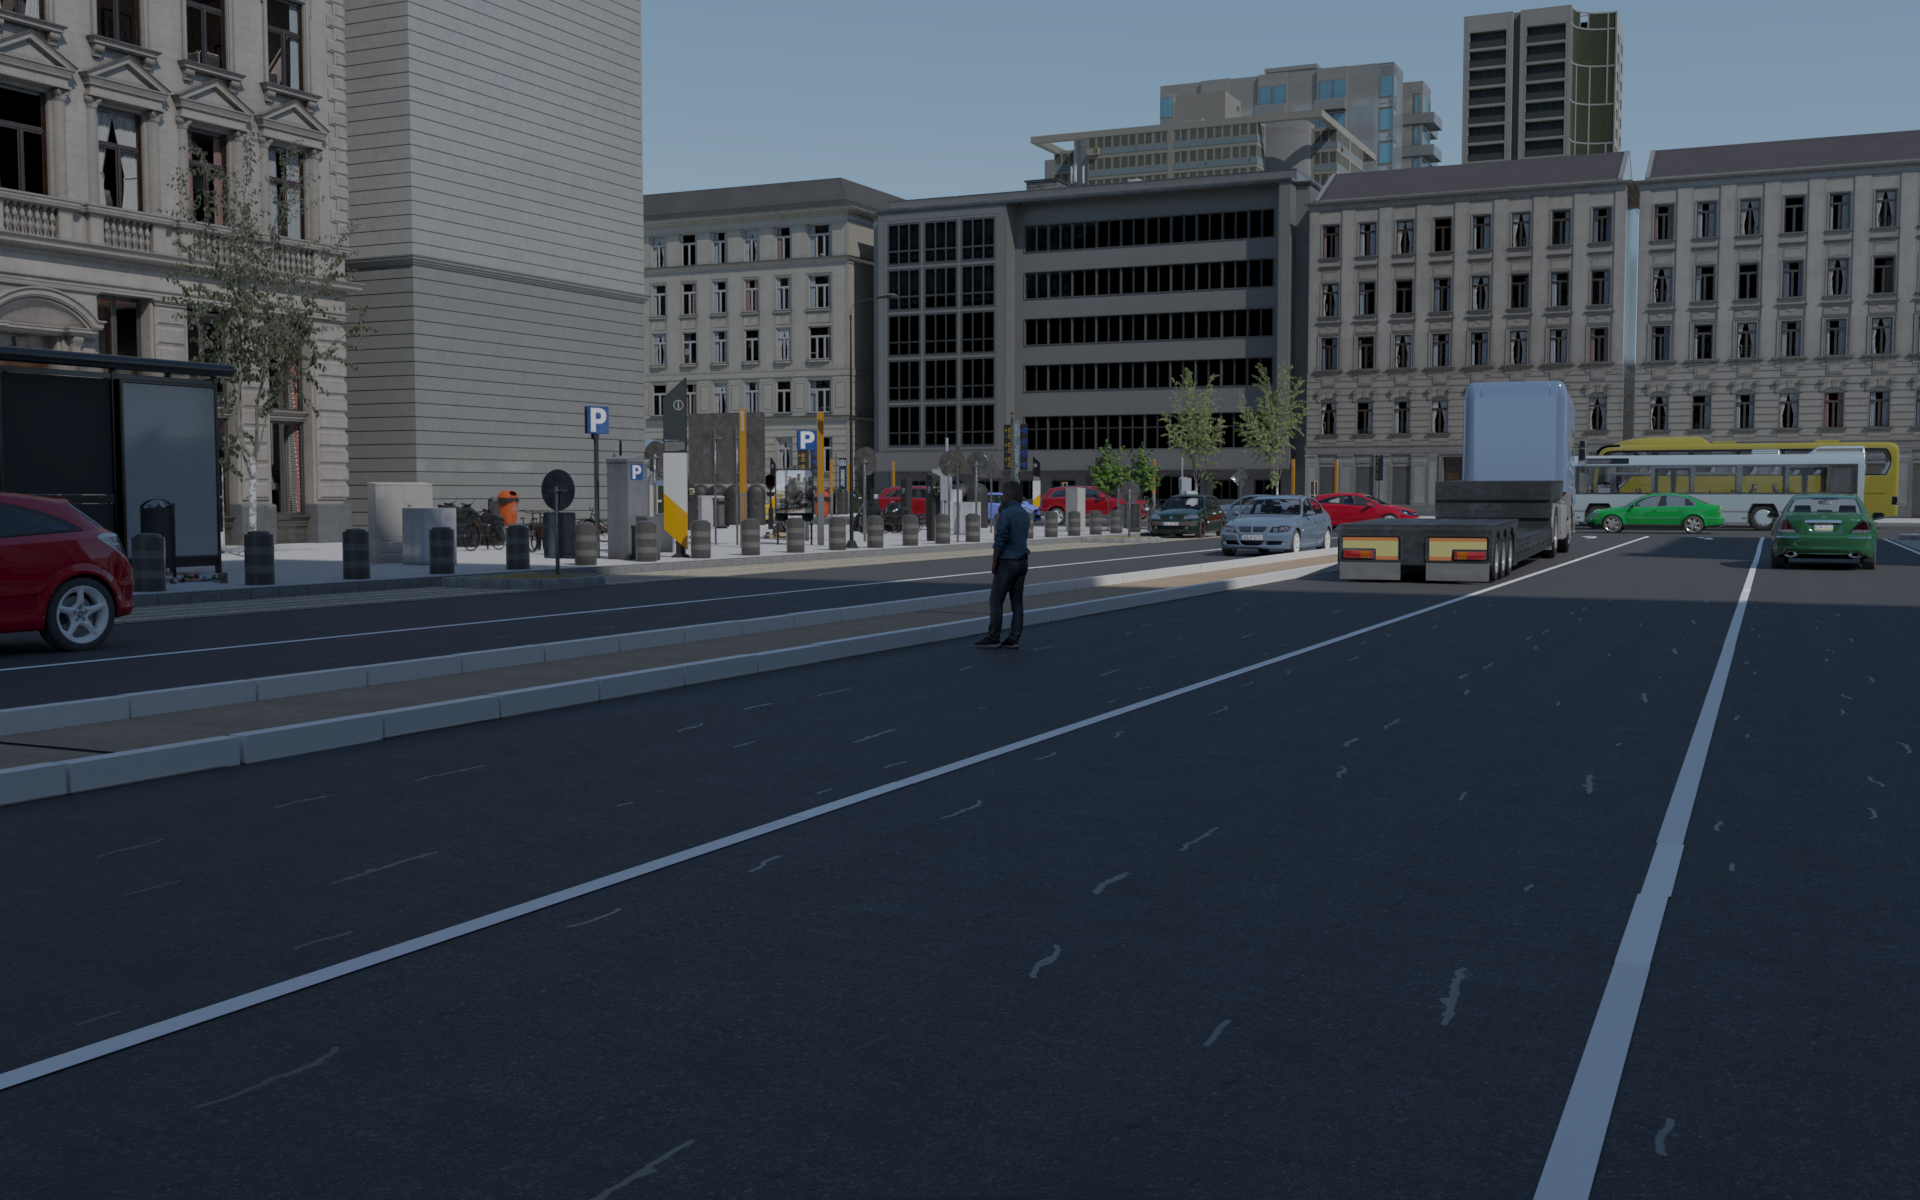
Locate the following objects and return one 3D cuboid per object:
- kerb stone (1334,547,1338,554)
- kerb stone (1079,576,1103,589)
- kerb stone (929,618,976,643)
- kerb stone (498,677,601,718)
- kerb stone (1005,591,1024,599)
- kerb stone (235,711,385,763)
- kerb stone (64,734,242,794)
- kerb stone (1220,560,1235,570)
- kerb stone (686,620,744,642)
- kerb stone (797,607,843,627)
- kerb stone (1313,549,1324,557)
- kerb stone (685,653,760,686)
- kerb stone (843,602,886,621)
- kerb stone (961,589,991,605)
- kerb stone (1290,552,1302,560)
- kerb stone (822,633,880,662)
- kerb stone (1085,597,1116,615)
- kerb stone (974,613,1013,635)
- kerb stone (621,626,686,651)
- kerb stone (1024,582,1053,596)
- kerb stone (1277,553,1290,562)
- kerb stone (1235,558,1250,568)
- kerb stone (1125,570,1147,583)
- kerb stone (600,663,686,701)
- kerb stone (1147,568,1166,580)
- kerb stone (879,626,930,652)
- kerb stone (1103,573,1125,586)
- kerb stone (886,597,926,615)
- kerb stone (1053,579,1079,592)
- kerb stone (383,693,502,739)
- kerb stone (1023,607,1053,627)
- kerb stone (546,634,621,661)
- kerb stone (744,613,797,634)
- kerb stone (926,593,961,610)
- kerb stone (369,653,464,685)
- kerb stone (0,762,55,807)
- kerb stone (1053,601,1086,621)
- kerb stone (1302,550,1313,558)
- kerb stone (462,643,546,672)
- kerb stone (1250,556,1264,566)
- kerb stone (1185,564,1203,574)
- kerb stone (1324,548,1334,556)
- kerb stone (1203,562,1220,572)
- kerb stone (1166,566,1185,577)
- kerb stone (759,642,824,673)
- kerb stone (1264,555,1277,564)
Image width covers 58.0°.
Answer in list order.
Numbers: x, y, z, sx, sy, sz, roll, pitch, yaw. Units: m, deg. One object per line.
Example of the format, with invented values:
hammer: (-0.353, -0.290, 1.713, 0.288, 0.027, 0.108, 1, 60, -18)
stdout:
kerb stone: (8.939, -1.167, 41.275, 0.120, 0.150, 1.000, 2, 4, 25)
kerb stone: (1.904, -0.256, 26.377, 0.120, 0.150, 1.000, 2, 4, 25)
kerb stone: (-0.131, 0.310, 17.126, 0.120, 0.150, 1.000, 2, 4, 25)
kerb stone: (-2.763, 0.653, 11.542, 0.120, 0.150, 1.000, 2, 4, 25)
kerb stone: (0.585, -0.085, 23.580, 0.120, 0.150, 1.000, 2, 4, 25)
kerb stone: (-3.637, 0.767, 9.681, 0.120, 0.150, 1.000, 2, 4, 25)
kerb stone: (-4.082, 0.827, 8.744, 0.120, 0.150, 1.000, 2, 4, 25)
kerb stone: (4.974, -0.652, 32.895, 0.120, 0.150, 1.000, 2, 4, 25)
kerb stone: (-2.473, 0.313, 17.078, 0.120, 0.150, 1.000, 2, 4, 25)
kerb stone: (-1.600, 0.199, 18.937, 0.120, 0.150, 1.000, 2, 4, 25)
kerb stone: (8.040, -1.053, 39.412, 0.120, 0.150, 1.000, 2, 4, 25)
kerb stone: (-1.886, 0.538, 13.403, 0.120, 0.150, 1.000, 2, 4, 25)
kerb stone: (-1.164, 0.146, 19.865, 0.120, 0.150, 1.000, 2, 4, 25)
kerb stone: (0.151, -0.028, 22.651, 0.120, 0.150, 1.000, 2, 4, 25)
kerb stone: (7.165, -0.939, 37.544, 0.120, 0.150, 1.000, 2, 4, 25)
kerb stone: (-1.013, 0.424, 15.260, 0.120, 0.150, 1.000, 2, 4, 25)
kerb stone: (1.620, 0.083, 20.847, 0.120, 0.150, 1.000, 2, 4, 25)
kerb stone: (0.301, 0.253, 18.066, 0.120, 0.150, 1.000, 2, 4, 25)
kerb stone: (-2.911, 0.370, 16.150, 0.120, 0.150, 1.000, 2, 4, 25)
kerb stone: (1.033, -0.142, 24.516, 0.120, 0.150, 1.000, 2, 4, 25)
kerb stone: (6.726, -0.882, 36.617, 0.120, 0.150, 1.000, 2, 4, 25)
kerb stone: (5.419, -0.711, 33.820, 0.120, 0.150, 1.000, 2, 4, 25)
kerb stone: (2.779, -0.366, 28.237, 0.120, 0.150, 1.000, 2, 4, 25)
kerb stone: (-2.324, 0.595, 12.469, 0.120, 0.150, 1.000, 2, 4, 25)
kerb stone: (3.219, -0.424, 29.171, 0.120, 0.150, 1.000, 2, 4, 25)
kerb stone: (-0.576, 0.367, 16.188, 0.120, 0.150, 1.000, 2, 4, 25)
kerb stone: (2.339, -0.311, 27.310, 0.120, 0.150, 1.000, 2, 4, 25)
kerb stone: (-0.719, 0.087, 20.790, 0.120, 0.150, 1.000, 2, 4, 25)
kerb stone: (1.469, -0.199, 25.448, 0.120, 0.150, 1.000, 2, 4, 25)
kerb stone: (-3.205, 0.713, 10.616, 0.120, 0.150, 1.000, 2, 4, 25)
kerb stone: (0.749, 0.196, 18.989, 0.120, 0.150, 1.000, 2, 4, 25)
kerb stone: (-3.348, 0.428, 15.203, 0.120, 0.150, 1.000, 2, 4, 25)
kerb stone: (-2.034, 0.262, 18.008, 0.120, 0.150, 1.000, 2, 4, 25)
kerb stone: (-0.286, 0.029, 21.723, 0.120, 0.150, 1.000, 2, 4, 25)
kerb stone: (-4.233, 0.544, 13.347, 0.120, 0.150, 1.000, 2, 4, 25)
kerb stone: (-4.521, 0.879, 7.817, 0.120, 0.150, 1.000, 2, 4, 25)
kerb stone: (1.187, 0.142, 19.917, 0.120, 0.150, 1.000, 2, 4, 25)
kerb stone: (7.600, -0.996, 38.477, 0.120, 0.150, 1.000, 2, 4, 25)
kerb stone: (-3.800, 0.484, 14.276, 0.120, 0.150, 1.000, 2, 4, 25)
kerb stone: (5.847, -0.765, 34.752, 0.120, 0.150, 1.000, 2, 4, 25)
kerb stone: (4.092, -0.539, 31.030, 0.120, 0.150, 1.000, 2, 4, 25)
kerb stone: (8.484, -1.110, 40.337, 0.120, 0.150, 1.000, 2, 4, 25)
kerb stone: (4.545, -0.597, 31.963, 0.120, 0.150, 1.000, 2, 4, 25)
kerb stone: (3.652, -0.484, 30.103, 0.120, 0.150, 1.000, 2, 4, 25)
kerb stone: (-1.448, 0.487, 14.331, 0.120, 0.150, 1.000, 2, 4, 25)
kerb stone: (6.289, -0.825, 35.677, 0.120, 0.150, 1.000, 2, 4, 25)
